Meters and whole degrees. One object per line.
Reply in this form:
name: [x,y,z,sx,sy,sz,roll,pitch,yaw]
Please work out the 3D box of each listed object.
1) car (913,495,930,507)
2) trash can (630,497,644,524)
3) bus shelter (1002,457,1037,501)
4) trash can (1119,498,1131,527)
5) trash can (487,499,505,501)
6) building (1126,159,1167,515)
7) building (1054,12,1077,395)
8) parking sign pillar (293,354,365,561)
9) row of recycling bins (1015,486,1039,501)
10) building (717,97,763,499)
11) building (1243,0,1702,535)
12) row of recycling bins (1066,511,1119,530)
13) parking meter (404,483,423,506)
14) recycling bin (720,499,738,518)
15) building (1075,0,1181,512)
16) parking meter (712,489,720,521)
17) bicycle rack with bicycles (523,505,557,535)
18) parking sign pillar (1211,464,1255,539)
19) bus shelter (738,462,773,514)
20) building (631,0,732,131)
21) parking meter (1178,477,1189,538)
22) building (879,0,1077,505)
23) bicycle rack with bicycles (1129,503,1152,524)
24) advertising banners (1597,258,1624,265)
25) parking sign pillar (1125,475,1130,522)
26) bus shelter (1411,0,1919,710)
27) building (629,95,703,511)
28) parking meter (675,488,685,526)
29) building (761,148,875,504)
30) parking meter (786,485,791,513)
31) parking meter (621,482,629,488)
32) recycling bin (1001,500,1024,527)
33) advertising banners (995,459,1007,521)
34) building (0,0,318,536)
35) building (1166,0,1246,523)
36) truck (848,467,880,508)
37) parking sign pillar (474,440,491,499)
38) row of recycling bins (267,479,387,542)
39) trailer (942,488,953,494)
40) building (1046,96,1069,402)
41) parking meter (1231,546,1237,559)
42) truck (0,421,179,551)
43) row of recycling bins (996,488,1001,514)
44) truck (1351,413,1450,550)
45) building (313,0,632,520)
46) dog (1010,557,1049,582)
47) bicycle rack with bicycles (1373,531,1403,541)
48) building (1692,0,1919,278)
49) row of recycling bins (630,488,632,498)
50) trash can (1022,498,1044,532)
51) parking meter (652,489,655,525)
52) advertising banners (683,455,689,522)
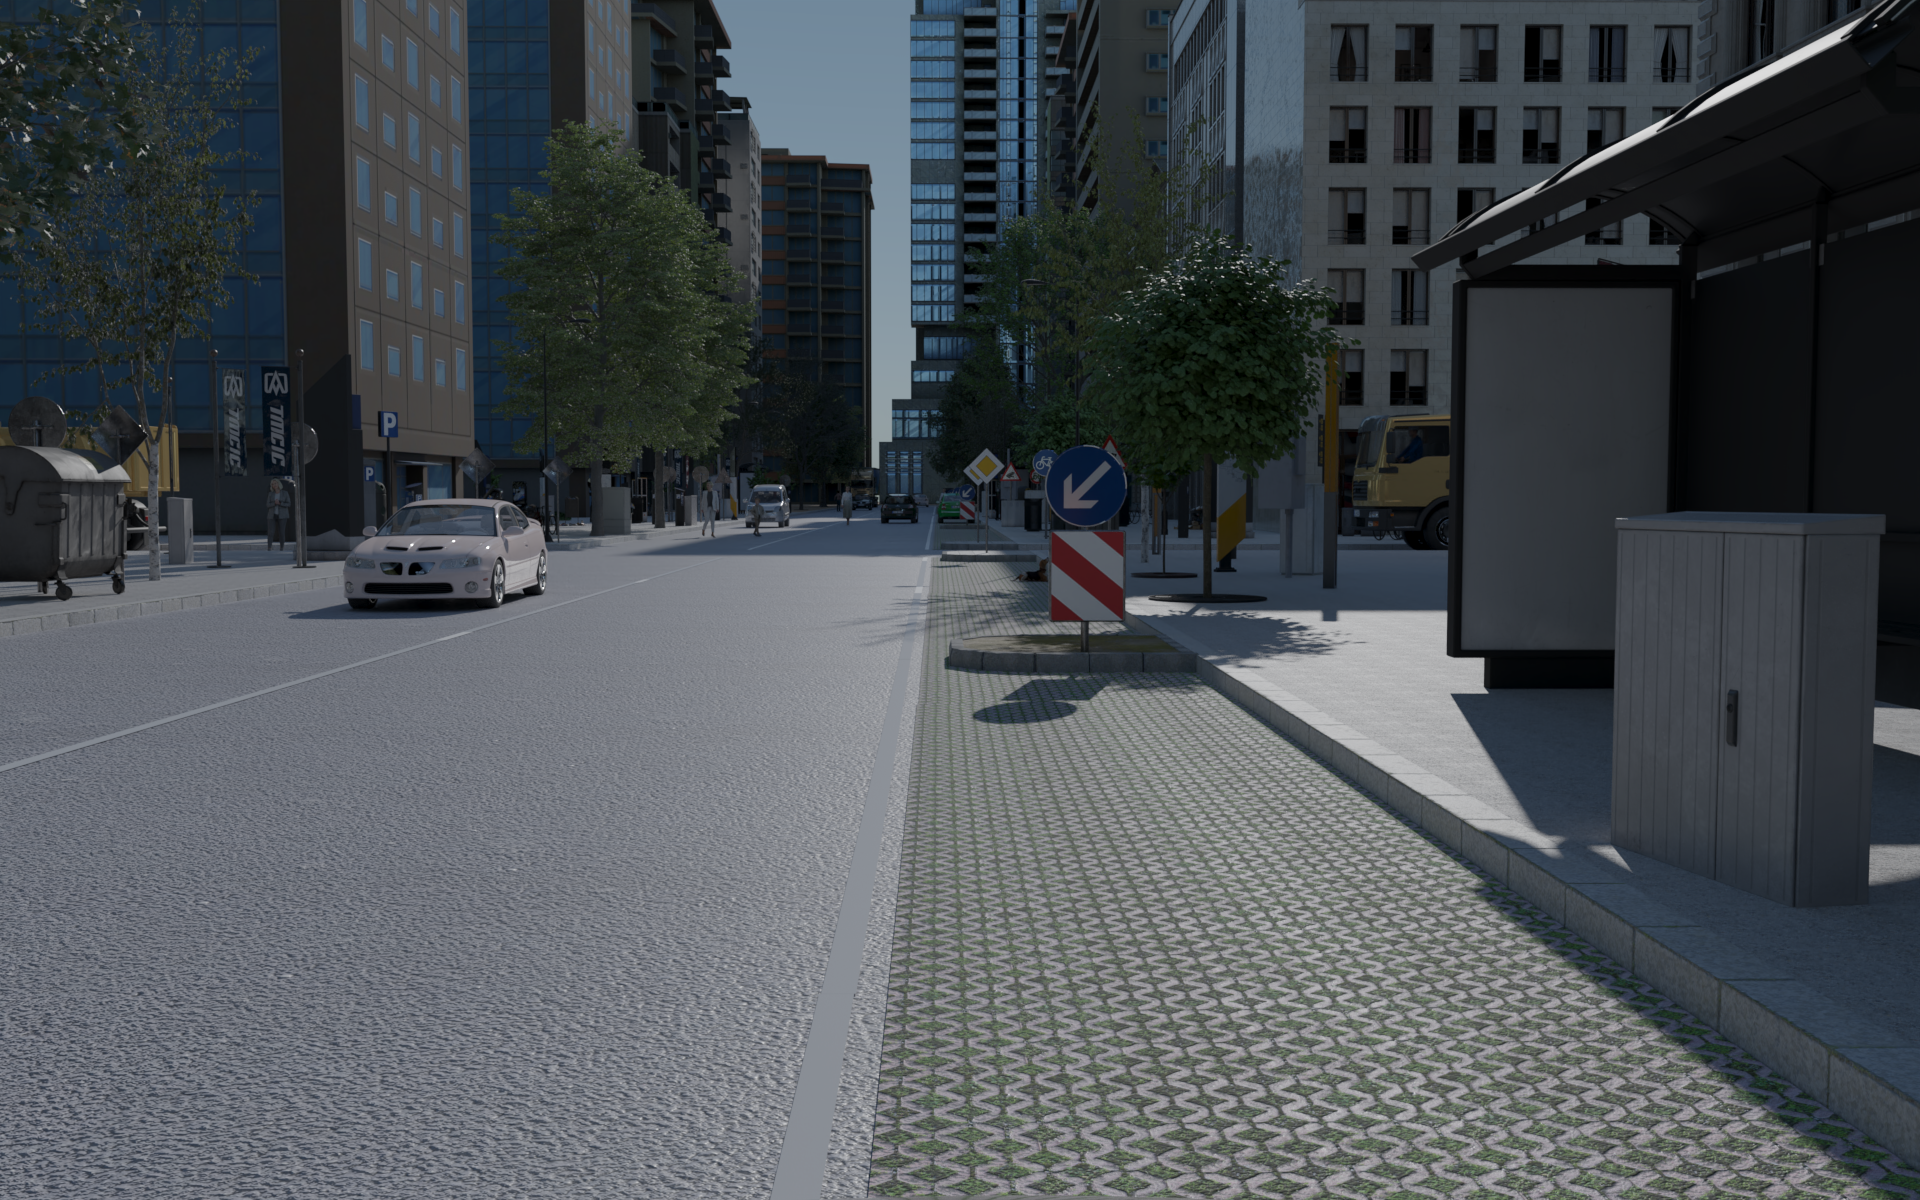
car: [-4.380,-10.894,190.474,2.083,1.381,4.827,0,4,-1]
trash can: [-14.154,-3.914,75.645,0.748,1.137,0.748,0,3,0]
bus shelter: [3.149,-5.963,91.415,2.014,3.302,5.546,0,4,-1]
trash can: [6.362,-3.452,68.101,0.748,1.137,0.748,0,3,0]
trash can: [-13.833,-2.420,51.227,0.748,1.137,0.748,0,3,0]
building: [17.374,-17.401,103.592,14.460,24.649,34.723,0,4,-1]
building: [20.045,-30.801,158.214,22.147,44.769,28.867,0,4,-1]
parking sign pillar: [-12.298,-2.774,33.819,1.447,3.967,1.447,2,4,24]
row of recycling bins: [4.476,-4.845,86.325,3.534,1.692,1.069,0,4,-7]
building: [-27.961,-30.399,180.625,14.086,41.232,14.154,0,4,-1]
building: [18.934,-12.484,58.860,16.860,20.320,10.420,0,4,-1]
row of recycling bins: [3.574,-2.439,46.992,1.069,1.692,3.534,1,4,17]
parking meter: [-11.943,-1.804,37.898,0.372,1.533,0.369,0,3,0]
recycling bin: [-12.209,-4.828,91.497,0.722,1.027,0.722,-3,4,-37]
building: [20.326,-31.119,132.497,21.300,48.544,21.600,0,4,-1]
parking meter: [-11.821,-4.618,83.918,0.372,1.533,0.369,0,3,0]
bicycle rack with bicycles: [-13.568,-2.465,53.680,2.852,0.926,2.925,2,4,29]
parking sign pillar: [7.869,-3.787,50.397,1.447,3.967,1.447,3,5,41]
bus shelter: [-13.400,-7.266,112.723,2.014,3.302,5.546,0,4,-1]
building: [-31.553,-30.275,149.625,22.147,44.769,28.867,0,4,-1]
parking meter: [6.530,-2.746,50.603,0.255,1.863,0.399,1,4,19]
building: [5.411,-55.595,221.655,31.000,86.520,22.319,0,4,-1]
bicycle rack with bicycles: [6.601,-3.698,73.844,2.852,0.926,2.925,-2,4,-34]
advertising banners: [4.383,-0.999,12.515,0.090,3.025,2.074,3,5,41]
parking sign pillar: [7.454,-5.814,83.528,1.447,3.967,1.447,3,4,37]
bus shelter: [4.045,-0.913,8.858,2.014,3.302,5.546,0,4,-1]
building: [-27.092,-21.780,127.809,14.160,30.474,14.107,0,4,-1]
parking meter: [-11.229,-3.728,69.371,0.372,1.533,0.369,0,3,0]
building: [-25.569,-34.702,222.005,28.867,44.769,22.147,0,4,-1]
parking meter: [-11.411,-6.681,114.945,0.255,1.863,0.399,3,5,44]
parking meter: [-16.161,-4.751,83.393,0.399,1.863,0.255,0,4,-4]
recycling bin: [2.106,-3.381,67.834,0.722,1.027,0.722,3,5,44]
advertising banners: [2.020,-5.406,84.575,0.090,3.025,2.074,1,4,16]
building: [-25.638,-24.996,58.792,14.600,45.320,14.200,0,4,-1]
building: [16.402,-15.797,76.297,12.078,24.808,19.932,0,4,-1]
truck: [-10.108,-11.946,184.226,2.839,4.237,11.283,0,4,1]
parking sign pillar: [-23.778,-5.985,86.325,1.447,3.967,1.447,0,4,2]
row of recycling bins: [-17.433,-2.482,47.691,1.069,1.692,3.534,2,4,34]
trailer: [-1.168,-9.651,164.835,1.471,1.999,3.904,0,4,-2]
building: [16.004,-30.464,181.687,14.154,41.232,14.086,0,4,-1]
parking meter: [5.291,-1.582,34.276,0.372,1.533,0.369,0,3,0]
truck: [-24.002,-2.770,41.217,9.791,3.379,3.469,0,4,-1]
row of recycling bins: [2.922,-6.427,112.195,1.069,1.692,3.534,2,4,28]
truck: [13.747,-2.831,42.214,9.791,3.379,3.469,0,3,0]
building: [-26.953,-27.476,99.342,14.600,45.320,14.200,0,4,-1]
dog: [1.209,-0.491,28.225,0.550,0.427,0.748,-3,5,-40]
bicycle rack with bicycles: [12.707,-2.117,47.996,2.925,0.926,2.852,-1,4,-21]
building: [17.082,-11.632,19.055,11.050,23.489,19.941,0,4,-1]
row of recycling bins: [-22.511,-6.438,112.375,3.534,1.692,1.069,-3,4,-37]
trash can: [2.497,-2.906,59.174,0.748,1.137,0.748,0,3,0]
parking meter: [-12.808,-3.950,73.000,0.372,1.533,0.369,0,3,0]
advertising banners: [-12.575,-5.055,78.830,0.090,3.025,2.074,-1,4,-21]
